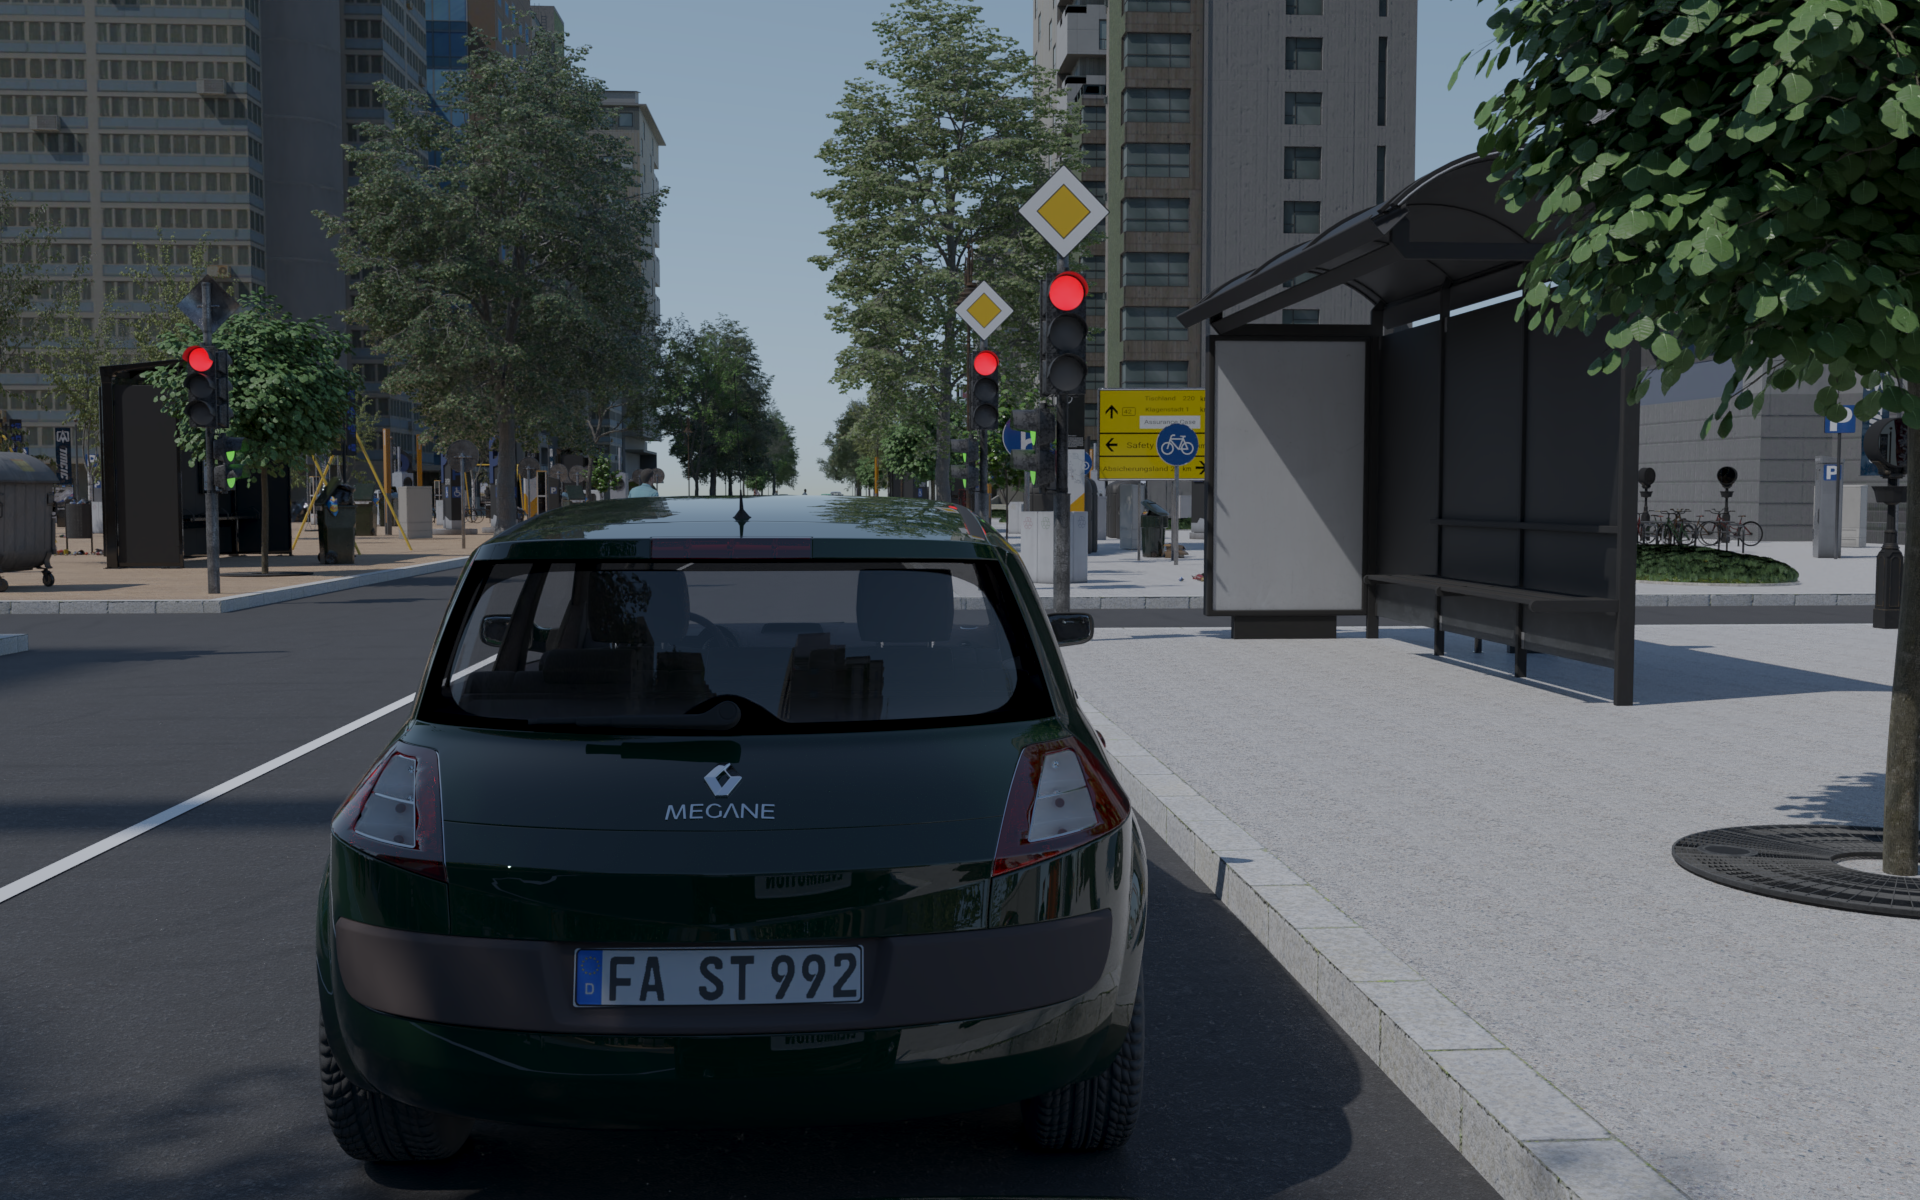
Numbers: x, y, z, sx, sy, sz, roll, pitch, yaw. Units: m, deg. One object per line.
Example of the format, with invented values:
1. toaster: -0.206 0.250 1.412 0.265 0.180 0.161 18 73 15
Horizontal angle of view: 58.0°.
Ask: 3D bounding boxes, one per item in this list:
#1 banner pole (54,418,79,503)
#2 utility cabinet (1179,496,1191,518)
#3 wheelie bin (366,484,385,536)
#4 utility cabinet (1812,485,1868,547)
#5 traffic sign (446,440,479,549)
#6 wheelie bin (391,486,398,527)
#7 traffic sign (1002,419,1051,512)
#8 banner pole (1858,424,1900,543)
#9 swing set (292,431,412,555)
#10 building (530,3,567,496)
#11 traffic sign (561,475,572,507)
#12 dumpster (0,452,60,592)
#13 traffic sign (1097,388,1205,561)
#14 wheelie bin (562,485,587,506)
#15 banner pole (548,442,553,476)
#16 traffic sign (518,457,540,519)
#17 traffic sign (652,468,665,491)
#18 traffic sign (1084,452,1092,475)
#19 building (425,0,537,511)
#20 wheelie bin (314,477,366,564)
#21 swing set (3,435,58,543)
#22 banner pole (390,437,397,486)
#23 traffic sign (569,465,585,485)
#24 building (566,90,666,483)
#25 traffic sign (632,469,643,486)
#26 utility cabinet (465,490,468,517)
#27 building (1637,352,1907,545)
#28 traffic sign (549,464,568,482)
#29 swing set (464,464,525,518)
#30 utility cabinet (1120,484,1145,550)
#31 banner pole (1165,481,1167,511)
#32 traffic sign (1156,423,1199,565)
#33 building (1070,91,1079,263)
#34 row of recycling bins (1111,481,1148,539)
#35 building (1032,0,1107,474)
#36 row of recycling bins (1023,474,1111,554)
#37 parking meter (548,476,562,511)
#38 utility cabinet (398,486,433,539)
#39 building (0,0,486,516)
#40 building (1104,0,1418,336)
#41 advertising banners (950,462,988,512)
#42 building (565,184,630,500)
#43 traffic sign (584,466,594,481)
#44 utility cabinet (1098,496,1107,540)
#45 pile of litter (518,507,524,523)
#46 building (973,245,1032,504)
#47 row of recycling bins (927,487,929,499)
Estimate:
1. banner pole: -29.485 -4.118 57.351 0.863 3.779 0.401 -1 4 -19
2. utility cabinet: 9.761 -3.907 75.041 1.020 1.237 0.306 -3 5 -43
3. wheelie bin: -18.234 -2.759 53.023 0.980 1.594 0.693 0 4 -2
4. utility cabinet: 21.178 -2.020 41.700 0.318 1.500 1.173 -2 4 -31
5. traffic sign: -11.665 -2.479 40.636 0.768 2.556 0.104 0 4 -1
6. wheelie bin: -22.582 -3.706 68.493 0.980 1.594 0.693 0 4 1
7. traffic sign: 1.040 -1.635 26.835 0.768 2.556 0.104 0 4 1
8. banner pole: 15.362 -2.372 28.794 0.401 3.779 0.863 -2 4 -33
9. swing set: -13.985 -2.463 37.894 2.862 2.851 3.119 0 4 4
10. building: -39.981 -27.937 140.358 14.154 41.232 14.086 0 4 -4
11. traffic sign: -18.636 -4.962 81.134 0.884 2.594 0.081 0 4 4
12. dumpster: -13.069 -1.065 23.180 1.264 1.857 1.865 0 4 -4
13. traffic sign: 3.767 -2.406 33.216 2.265 3.308 0.079 0 4 3
14. wheelie bin: -14.074 -3.369 62.998 0.980 1.594 0.693 -3 4 -37
15. banner pole: -18.783 -5.470 79.452 0.401 3.779 0.863 -2 4 -30
16. traffic sign: -14.743 -3.617 59.237 0.768 2.556 0.104 0 4 -1
17. traffic sign: -14.749 -5.151 84.331 0.768 2.556 0.104 0 4 3
18. traffic sign: 3.449 -3.069 50.286 0.768 2.556 0.104 0 4 2
19. building: -39.298 -29.114 126.130 14.600 45.320 14.200 0 4 -4
20. wheelie bin: -11.467 -1.466 31.869 0.693 1.594 0.980 -2 4 -32
21. swing set: -25.365 -2.852 44.243 2.862 2.851 3.119 0 4 3
22. banner pole: -24.745 -5.240 75.699 0.401 3.779 0.863 0 4 1
23. traffic sign: -16.864 -4.665 76.381 0.768 2.556 0.104 0 4 1
24. building: -54.401 -39.191 230.015 28.713 52.752 27.495 0 4 -4
25. traffic sign: -16.271 -5.372 87.942 0.768 2.556 0.104 0 4 1
26. utility cabinet: -27.581 -5.318 95.635 0.318 1.500 1.173 -3 5 -40
27. building: 35.150 -31.093 50.364 28.212 58.520 21.231 0 4 -4
28. traffic sign: -16.861 -4.444 72.765 0.768 2.556 0.104 0 4 -1
29. swing set: -24.477 -5.707 90.933 3.119 2.851 2.862 0 4 -4
30. utility cabinet: 3.982 -1.914 39.981 0.318 1.500 1.173 0 4 -8
31. banner pole: 9.329 -5.393 78.191 0.401 3.779 0.863 0 4 6
32. traffic sign: 3.905 -1.903 31.227 0.768 2.556 0.104 0 4 -2
33. building: 14.805 -21.676 126.099 14.160 30.474 14.107 0 4 -4
34. row of recycling bins: 4.826 -2.673 50.822 1.069 1.692 3.534 0 4 -2
35. building: 20.932 -34.105 146.851 28.713 52.752 27.495 0 4 -4
36. row of recycling bins: 2.210 -1.823 36.921 1.069 1.692 3.534 1 4 19
37. parking meter: -13.280 -3.125 56.806 0.399 1.863 0.255 0 4 2
38. utility cabinet: -15.476 -2.478 49.194 0.318 1.500 1.173 1 4 18
39. building: -46.514 -25.362 106.553 32.217 40.220 23.993 0 4 -4
40. building: 14.162 -19.346 88.012 14.160 30.474 14.107 0 4 -4
41. advertising banners: 0.100 -3.634 55.604 2.074 3.025 0.090 -3 5 -42
42. building: -53.077 -31.311 203.820 32.217 40.220 23.993 0 4 -4
43. traffic sign: -16.490 -4.717 77.235 0.768 2.556 0.104 0 4 -1
44. utility cabinet: 3.676 -2.267 48.229 0.306 1.237 1.020 3 5 39
45. pile of litter: -15.892 -3.021 63.352 1.176 0.858 1.719 1 4 9
46. building: 14.550 -33.897 246.101 32.217 40.220 23.993 0 4 -4
47. row of recycling bins: -1.656 -5.394 95.298 1.069 1.692 3.534 1 4 15
